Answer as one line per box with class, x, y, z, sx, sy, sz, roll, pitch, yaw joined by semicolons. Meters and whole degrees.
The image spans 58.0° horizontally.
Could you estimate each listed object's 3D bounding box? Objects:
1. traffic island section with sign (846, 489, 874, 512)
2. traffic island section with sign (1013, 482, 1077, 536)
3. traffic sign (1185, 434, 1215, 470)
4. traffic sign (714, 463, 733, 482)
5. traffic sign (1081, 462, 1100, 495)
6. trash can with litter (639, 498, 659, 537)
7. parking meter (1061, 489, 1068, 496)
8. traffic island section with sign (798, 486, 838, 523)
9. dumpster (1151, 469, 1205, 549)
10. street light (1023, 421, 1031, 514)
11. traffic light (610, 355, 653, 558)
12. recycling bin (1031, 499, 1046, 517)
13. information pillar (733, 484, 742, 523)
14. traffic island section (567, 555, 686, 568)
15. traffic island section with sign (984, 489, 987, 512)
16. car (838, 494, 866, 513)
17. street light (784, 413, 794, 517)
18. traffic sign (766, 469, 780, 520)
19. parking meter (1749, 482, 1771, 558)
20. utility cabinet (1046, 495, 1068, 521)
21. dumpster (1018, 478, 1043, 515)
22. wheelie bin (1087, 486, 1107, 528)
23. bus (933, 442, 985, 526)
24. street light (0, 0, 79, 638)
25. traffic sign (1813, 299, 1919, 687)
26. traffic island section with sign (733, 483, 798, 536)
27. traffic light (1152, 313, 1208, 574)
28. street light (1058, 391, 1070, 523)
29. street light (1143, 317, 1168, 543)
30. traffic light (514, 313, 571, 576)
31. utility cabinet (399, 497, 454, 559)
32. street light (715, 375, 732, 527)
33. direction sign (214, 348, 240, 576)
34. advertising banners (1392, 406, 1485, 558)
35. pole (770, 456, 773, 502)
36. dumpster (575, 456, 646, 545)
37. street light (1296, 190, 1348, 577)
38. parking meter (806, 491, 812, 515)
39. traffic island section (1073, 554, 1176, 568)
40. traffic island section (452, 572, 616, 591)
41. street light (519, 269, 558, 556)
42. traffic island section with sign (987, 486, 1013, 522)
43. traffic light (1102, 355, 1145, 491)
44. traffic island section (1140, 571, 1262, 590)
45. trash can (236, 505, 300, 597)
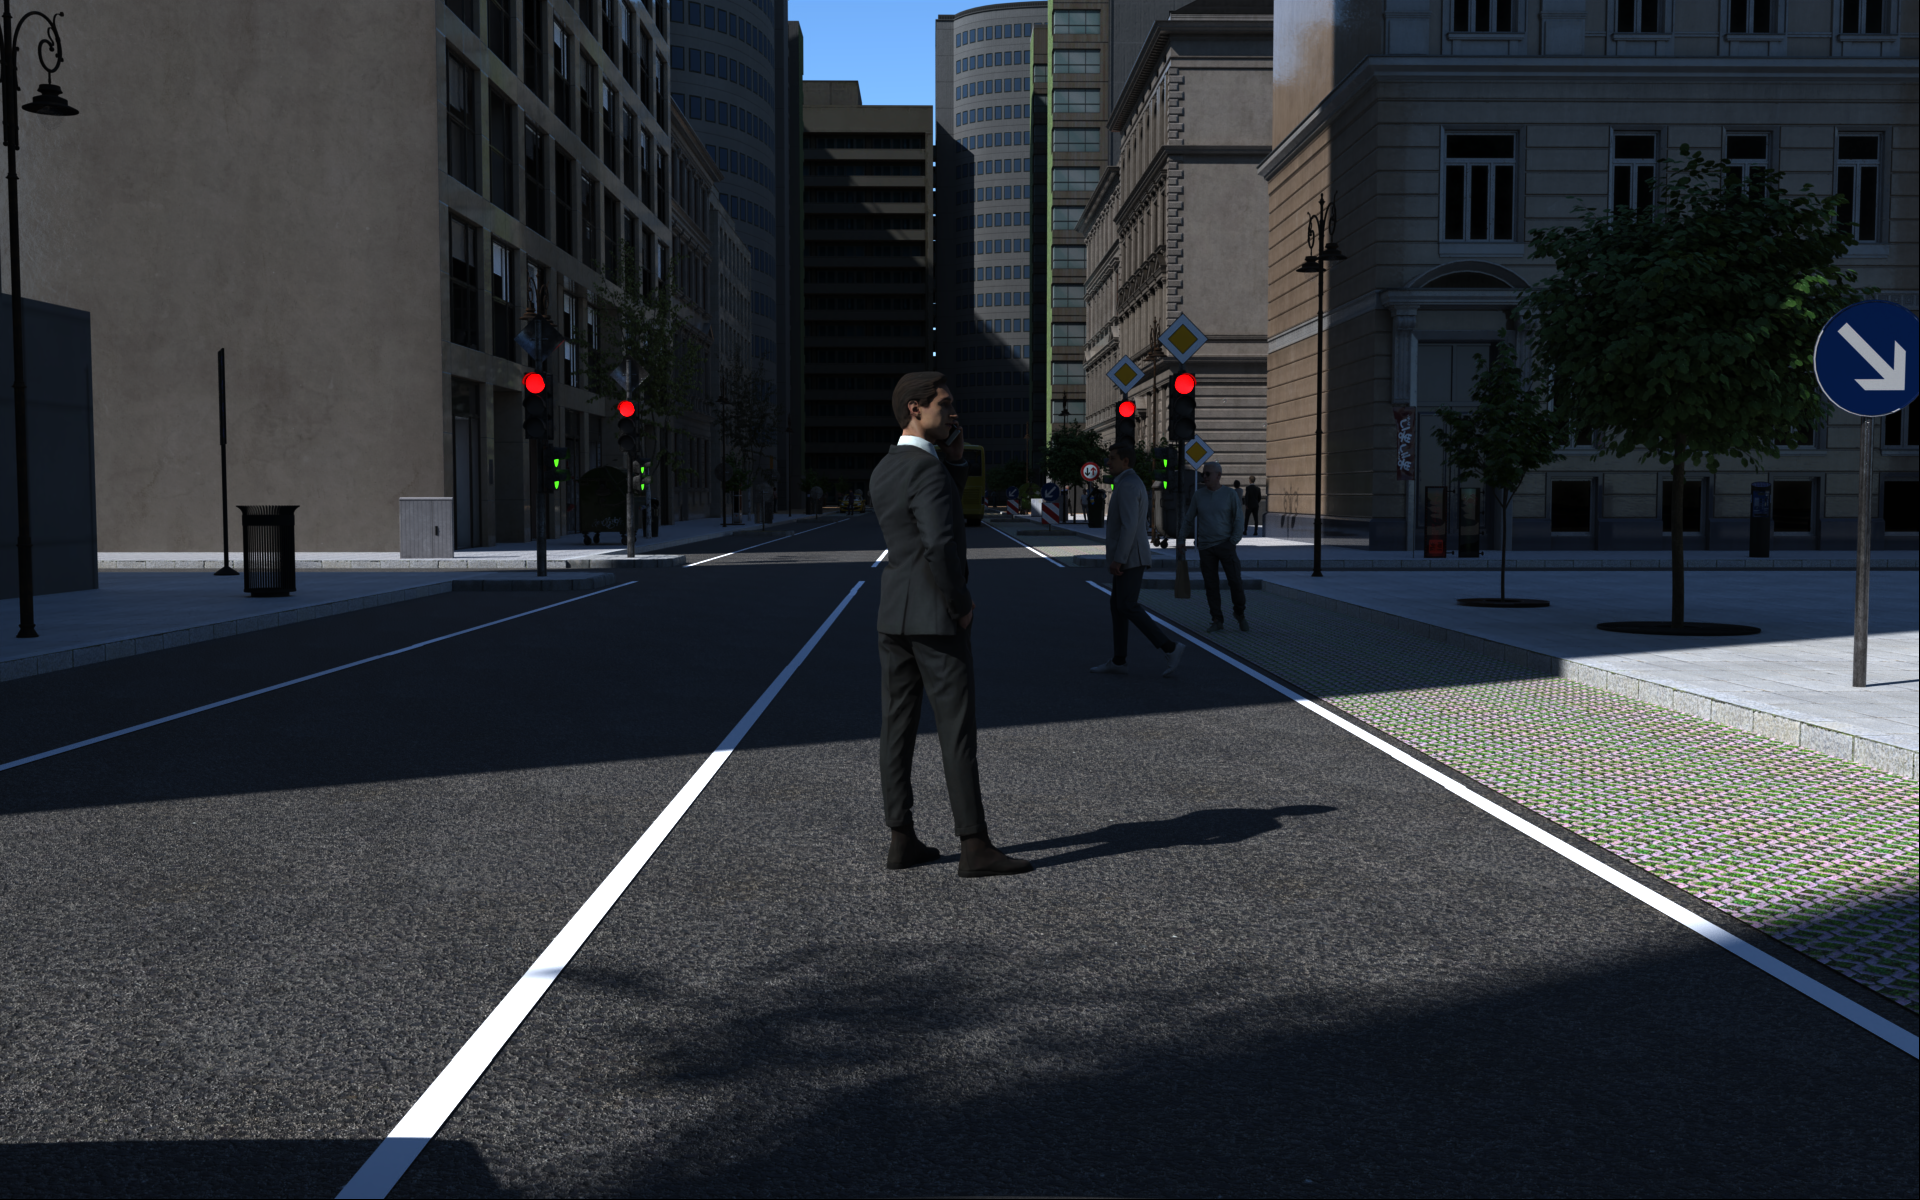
traffic island section with sign;-7.956;-7.863;137.182;1.989;1.847;2.006;0;4;-1
traffic island section with sign;2.977;-3.148;60.095;1.989;1.847;2.006;0;4;-1
traffic sign;5.200;-2.341;38.001;0.795;2.593;0.064;0;4;2
traffic sign;-9.606;-4.301;70.432;0.768;2.556;0.104;0;4;3
traffic sign;5.153;-4.185;68.529;0.768;2.556;0.104;0;4;3
trash can with litter;-9.327;-2.475;51.855;0.624;1.170;1.055;-1;4;-13
parking meter;5.140;-4.700;85.249;0.372;1.533;0.369;0;3;0
traffic island section with sign;-7.181;-4.815;87.358;1.989;1.847;2.006;0;4;-1
dumpster;5.300;-2.177;41.359;1.264;1.857;1.865;0;4;-1
street light;4.249;-8.356;109.409;0.468;5.910;1.993;0;4;-1
traffic light;-6.637;-2.813;34.916;0.839;4.253;0.868;0;4;-1
recycling bin;4.433;-5.172;97.120;0.722;1.027;0.722;1;4;22
information pillar;-9.761;-4.373;75.993;0.304;2.012;0.304;1;4;14
traffic island section;-6.677;-0.781;35.050;2.009;0.180;2.903;0;4;-1
traffic island section with sign;1.781;-7.848;136.944;1.989;1.847;2.006;0;4;-1
car;-8.005;-7.268;129.053;2.015;1.641;3.980;0;4;1
street light;-9.689;-7.690;98.522;0.468;5.910;1.993;0;4;-1
traffic sign;-9.448;-5.330;87.259;0.768;2.556;0.104;0;4;2
parking meter;16.210;-1.631;35.082;0.372;1.533;0.369;0;3;0
utility cabinet;4.618;-4.361;82.459;1.020;1.237;0.306;1;4;23
dumpster;4.341;-6.408;107.269;1.502;2.255;1.985;0;4;-1
wheelie bin;5.212;-3.546;65.886;0.693;1.594;0.980;1;4;12
bus;-0.278;-5.459;80.806;2.896;3.916;12.252;0;4;-1
street light;-8.356;-2.603;15.340;0.468;5.910;1.993;0;4;-1
traffic sign;5.989;-0.694;11.457;0.768;2.556;0.104;0;4;3
traffic island section with sign;-6.736;-3.121;59.655;1.989;1.847;2.006;0;4;-1
traffic light;3.448;-2.335;27.103;0.839;4.253;0.868;0;4;-1
street light;4.672;-6.404;77.496;0.468;5.910;1.993;0;4;-1
street light;5.079;-4.432;45.257;0.468;5.910;1.993;0;4;-1
traffic light;-6.512;-2.325;26.932;0.839;4.253;0.868;0;4;-1
utility cabinet;-10.659;-1.435;34.618;1.020;1.237;0.306;-1;4;-14
street light;-9.152;-5.772;67.154;0.468;5.910;1.993;0;4;-1
direction sign;-11.611;-2.160;27.315;0.379;3.537;0.876;-2;4;-27
advertising banners;9.570;-2.355;34.691;2.074;3.025;0.090;-1;4;-14
pole;-10.031;-6.018;92.229;0.158;3.312;0.155;0;3;0
dumpster;-8.891;-2.542;44.049;1.502;2.255;1.985;0;4;-1
street light;5.558;-3.302;26.772;0.468;5.910;1.993;0;4;-1
parking meter;-9.424;-6.089;107.963;0.372;1.533;0.369;0;3;0
traffic island section;3.363;-0.790;35.202;2.009;0.180;2.903;0;4;-1
traffic island section;-6.552;-0.293;27.066;2.009;0.180;2.903;0;4;-1
street light;-8.676;-3.853;35.785;0.468;5.910;1.993;0;4;-1
traffic island section with sign;2.539;-4.869;88.237;1.989;1.847;2.006;0;4;-1
traffic light;3.322;-2.824;35.087;0.839;4.253;0.868;0;4;-1
traffic island section;3.488;-0.302;27.218;2.009;0.180;2.903;0;4;-1
trash can;-8.650;-0.614;21.685;0.748;1.137;0.748;0;3;0
